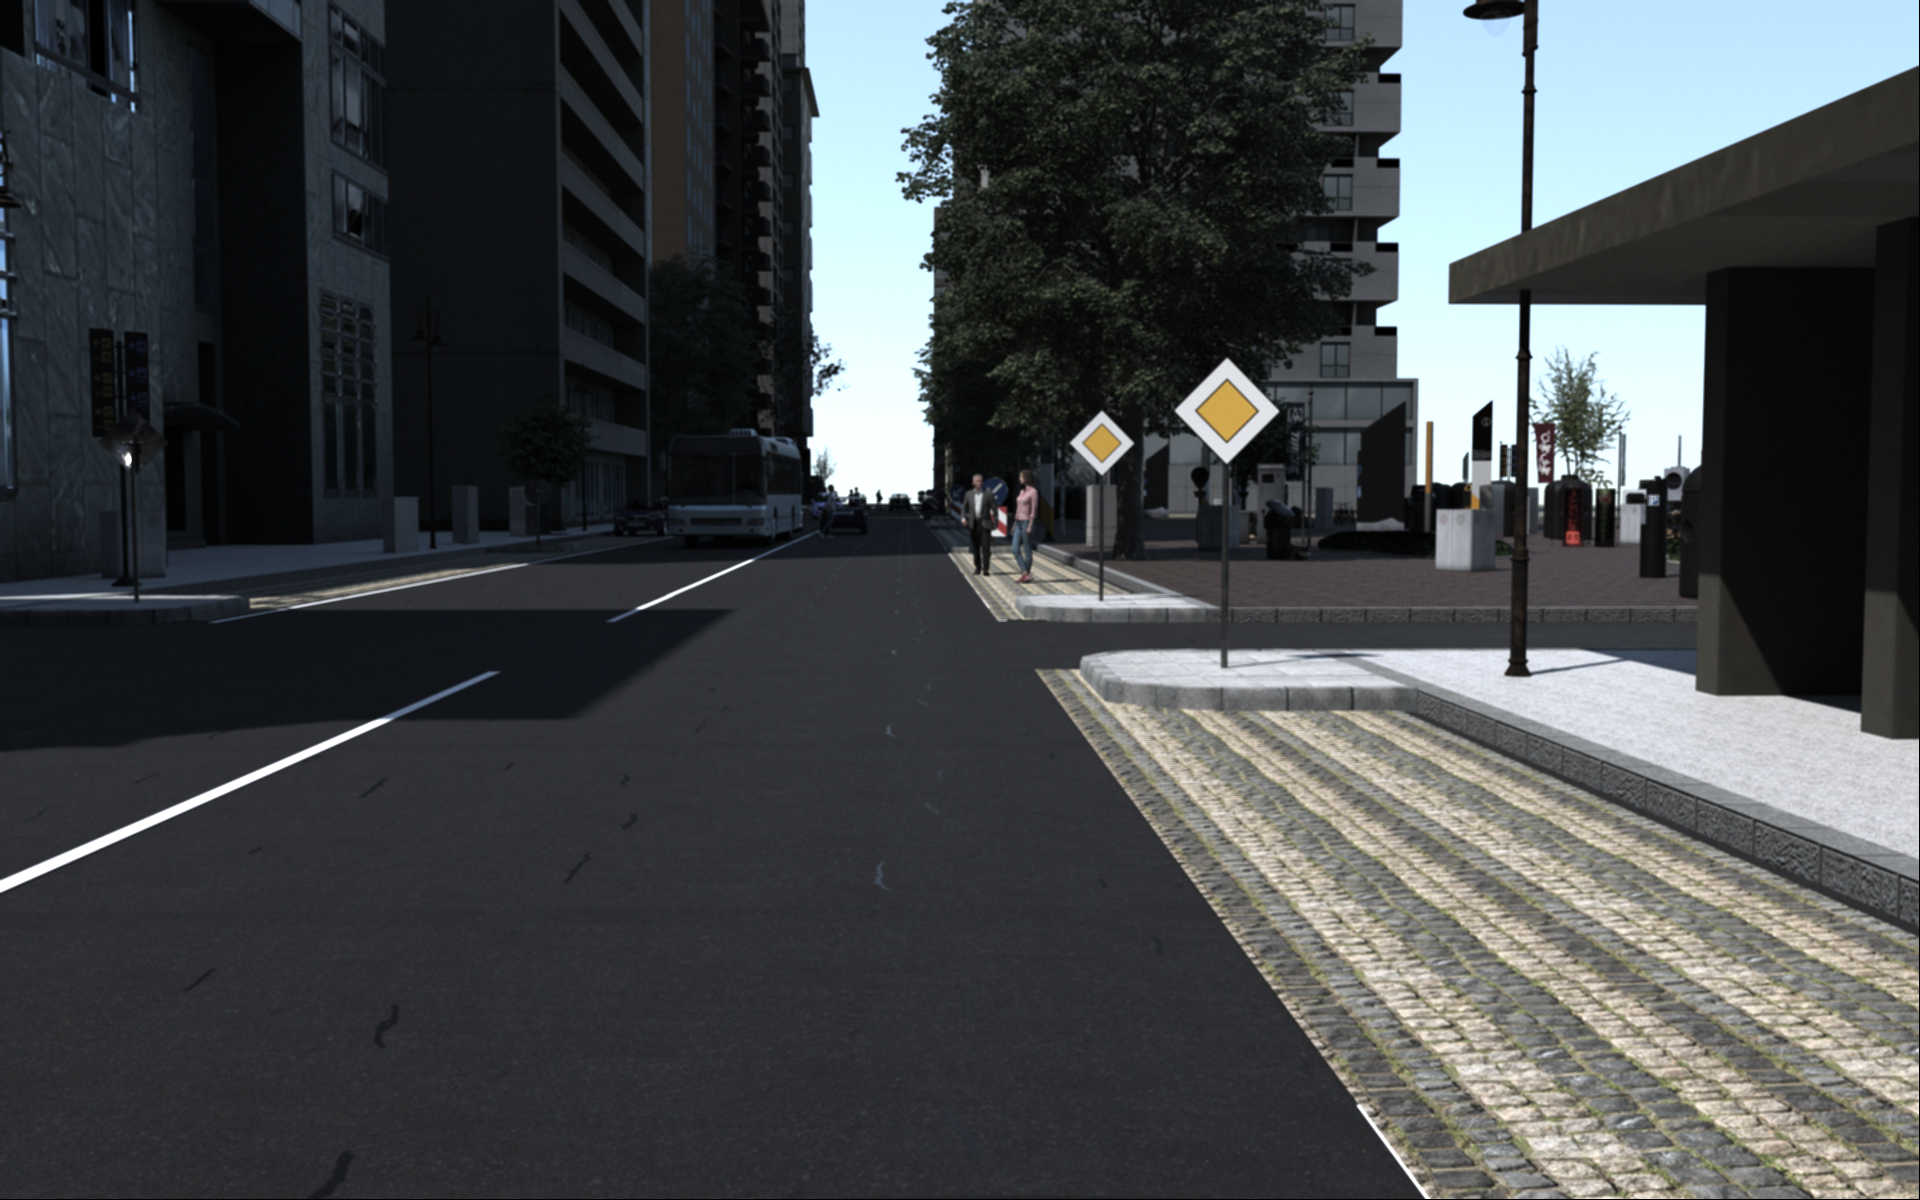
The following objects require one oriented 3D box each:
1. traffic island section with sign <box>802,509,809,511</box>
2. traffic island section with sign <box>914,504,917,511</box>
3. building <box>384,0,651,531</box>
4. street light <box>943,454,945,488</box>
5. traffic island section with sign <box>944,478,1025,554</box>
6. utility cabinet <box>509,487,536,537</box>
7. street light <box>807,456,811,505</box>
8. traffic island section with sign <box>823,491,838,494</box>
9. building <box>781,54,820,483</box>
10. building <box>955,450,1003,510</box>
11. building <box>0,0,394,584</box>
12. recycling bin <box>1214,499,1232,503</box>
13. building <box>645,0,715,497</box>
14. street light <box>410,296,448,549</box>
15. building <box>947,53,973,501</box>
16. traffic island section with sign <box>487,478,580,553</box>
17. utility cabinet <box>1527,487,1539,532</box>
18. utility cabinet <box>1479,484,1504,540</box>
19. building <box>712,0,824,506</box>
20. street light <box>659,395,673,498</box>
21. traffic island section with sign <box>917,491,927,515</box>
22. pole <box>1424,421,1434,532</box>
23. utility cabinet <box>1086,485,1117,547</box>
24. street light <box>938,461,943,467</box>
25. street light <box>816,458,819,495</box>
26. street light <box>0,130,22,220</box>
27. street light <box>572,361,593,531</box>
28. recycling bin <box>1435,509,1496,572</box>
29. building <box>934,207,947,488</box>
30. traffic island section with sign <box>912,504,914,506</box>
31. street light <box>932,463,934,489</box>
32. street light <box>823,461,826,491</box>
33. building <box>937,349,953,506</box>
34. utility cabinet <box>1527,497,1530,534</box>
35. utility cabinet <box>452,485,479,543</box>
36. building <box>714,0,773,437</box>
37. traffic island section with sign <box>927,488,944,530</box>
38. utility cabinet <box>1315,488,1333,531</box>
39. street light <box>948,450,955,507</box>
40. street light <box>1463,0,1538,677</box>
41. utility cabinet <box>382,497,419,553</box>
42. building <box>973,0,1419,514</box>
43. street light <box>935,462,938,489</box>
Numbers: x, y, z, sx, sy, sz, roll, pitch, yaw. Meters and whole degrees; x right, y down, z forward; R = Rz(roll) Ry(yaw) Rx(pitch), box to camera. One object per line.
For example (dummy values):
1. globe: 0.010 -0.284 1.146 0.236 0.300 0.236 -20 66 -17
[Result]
1. traffic island section with sign: -13.845 -8.485 147.363 1.989 1.847 2.006 0 4 -2
2. traffic island section with sign: -2.723 -8.507 147.712 1.989 1.847 2.006 0 4 -2
3. building: -24.685 -27.189 68.237 21.300 48.544 21.600 0 4 -2
4. street light: -1.157 -12.184 172.002 0.468 5.910 1.993 0 4 -2
5. traffic island section with sign: 0.690 -2.061 42.318 1.989 1.847 2.006 0 4 -2
6. utility cabinet: -13.140 -2.649 51.985 0.318 1.500 1.173 -3 5 -40
7. street light: -17.520 -13.900 200.057 0.468 5.910 1.993 0 4 -2
8. traffic island section with sign: -15.637 -11.874 202.774 1.989 1.847 2.006 0 4 -2
9. building: -32.018 -38.104 212.237 28.713 52.752 27.495 0 4 -2
10. building: 10.120 -43.283 145.922 20.563 71.187 20.611 0 4 -2
11. building: -25.249 -44.023 32.446 22.319 86.520 31.000 0 4 -2
12. recycling bin: 13.639 -4.731 89.907 0.722 1.027 0.722 2 4 33
13. building: -22.188 -27.615 101.611 14.600 45.320 14.200 0 4 -2
14. street light: -12.386 -4.143 40.533 0.468 5.910 1.993 0 4 -2
15. building: 6.276 -29.421 164.635 14.154 41.232 14.086 0 4 -2
16. traffic island section with sign: -10.441 -2.080 42.635 1.989 1.847 2.006 0 4 -2
17. utility cabinet: 19.137 -3.038 58.354 0.318 1.500 1.173 3 4 36
18. utility cabinet: 12.081 -1.879 39.405 0.318 1.500 1.173 2 4 30
19. building: -29.227 -48.799 236.121 20.563 71.187 20.611 0 4 -2
20. street light: -13.684 -6.612 80.894 0.468 5.910 1.993 0 4 -2
21. traffic island section with sign: -1.844 -6.859 120.771 1.989 1.847 2.006 0 4 -2
22. pole: 13.159 -3.348 48.588 0.158 3.312 0.155 0 3 0
23. utility cabinet: 3.610 -2.012 41.582 1.173 1.500 0.318 -2 4 -26
24. street light: -1.871 -13.515 193.755 0.468 5.910 1.993 0 4 -2
25. street light: -18.110 -15.147 220.442 0.468 5.910 1.993 0 4 -2
26. street light: -11.701 -2.922 20.555 0.468 5.910 1.993 0 4 -2
27. street light: -13.154 -5.365 60.508 0.468 5.910 1.993 0 4 -2
28. recycling bin: 8.444 -1.001 28.916 0.722 1.027 0.722 -3 4 -37
29. building: 3.224 -34.533 248.215 14.154 41.232 14.086 0 4 -2
30. traffic island section with sign: -4.503 -11.903 203.246 1.989 1.847 2.006 0 4 -2
31. street light: -3.206 -16.010 234.549 0.468 5.910 1.993 0 4 -2
32. street light: -18.875 -16.422 241.288 0.468 5.910 1.993 0 4 -2
33. building: 11.047 -23.347 226.758 27.650 21.520 28.899 0 4 -2
34. utility cabinet: 18.166 -2.737 55.916 0.306 1.237 1.020 0 4 8
35. utility cabinet: -12.858 -2.224 45.048 0.318 1.500 1.173 -2 4 -35
36. building: -27.221 -29.910 143.655 22.147 44.769 28.867 0 4 -2
37. traffic island section with sign: -0.222 -3.775 70.350 1.989 1.847 2.006 0 4 -2
38. utility cabinet: 12.694 -3.158 60.314 0.318 1.500 1.173 0 4 -4
39. street light: -0.568 -10.962 152.021 0.468 5.910 1.993 0 4 -2
40. street light: 3.941 -2.402 12.059 0.468 5.910 1.993 0 4 -2
41. utility cabinet: -12.268 -1.641 37.990 0.306 1.237 1.020 1 4 13
42. building: 14.813 -32.596 122.184 28.713 52.752 27.495 0 4 -2
43. street light: -2.585 -14.773 214.332 0.468 5.910 1.993 0 4 -2
